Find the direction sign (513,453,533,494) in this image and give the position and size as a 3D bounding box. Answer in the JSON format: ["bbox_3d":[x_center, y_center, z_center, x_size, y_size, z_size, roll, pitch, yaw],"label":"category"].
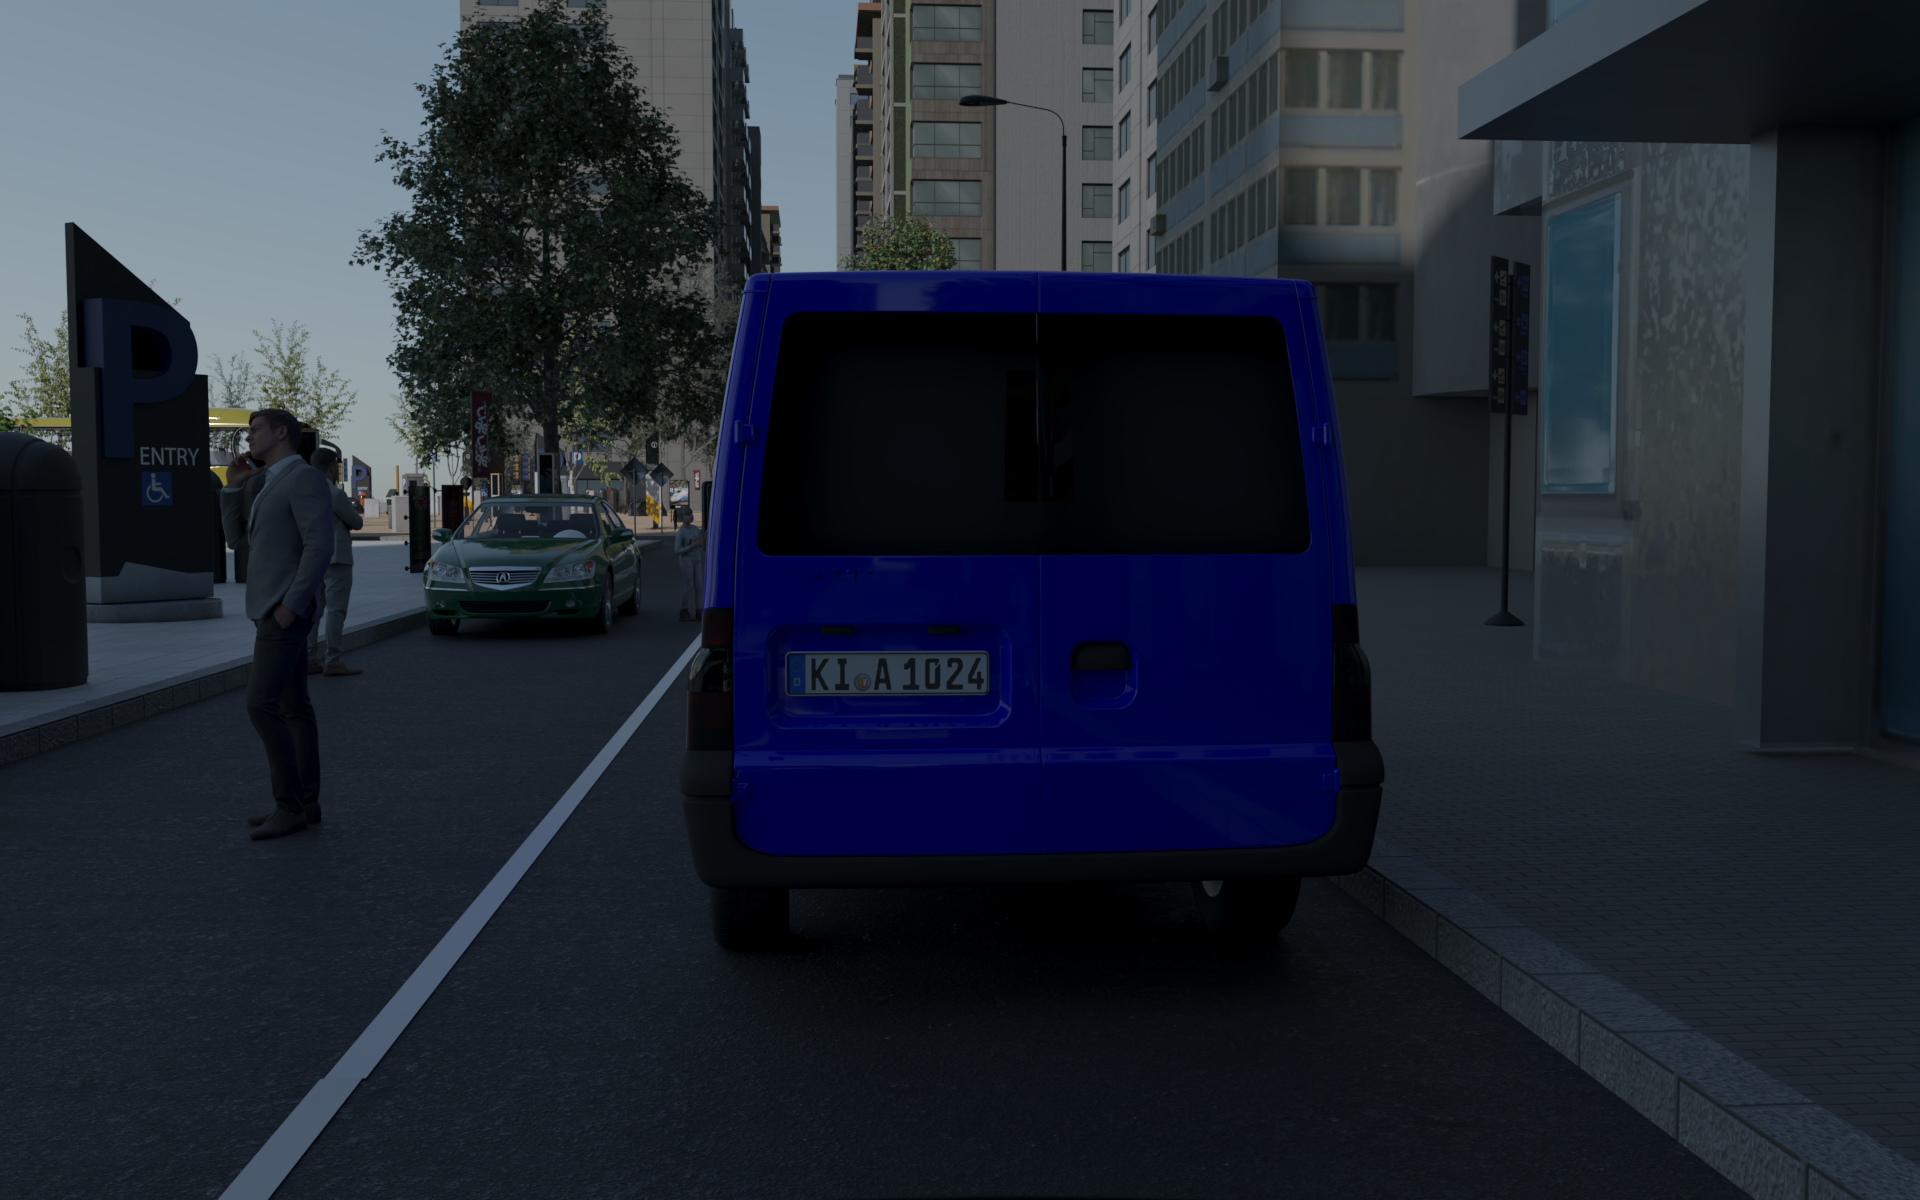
[{"bbox_3d":[-24.358,-6.366,96.086,0.876,3.537,0.379,0,4,-1],"label":"direction sign"}]

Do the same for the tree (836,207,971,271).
[{"bbox_3d":[-2.166,-9.326,69.490,9.611,12.733,9.660,0,3,0],"label":"tree"}]

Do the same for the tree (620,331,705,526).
[{"bbox_3d":[-12.160,-7.251,68.921,4.360,8.622,3.978,0,3,0],"label":"tree"}]

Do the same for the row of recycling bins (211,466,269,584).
[{"bbox_3d":[-11.419,-1.076,24.705,3.534,1.692,1.069,-1,4,-21],"label":"row of recycling bins"}]

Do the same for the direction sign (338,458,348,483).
[{"bbox_3d":[-39.097,-7.199,109.705,0.876,3.537,0.379,2,4,26],"label":"direction sign"}]

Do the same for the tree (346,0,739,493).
[{"bbox_3d":[-9.348,-7.491,39.488,9.611,12.733,9.660,0,3,0],"label":"tree"}]

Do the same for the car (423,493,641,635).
[{"bbox_3d":[-4.629,-0.455,19.229,2.131,1.459,4.920,0,4,-4],"label":"car"}]

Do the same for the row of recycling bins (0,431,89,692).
[{"bbox_3d":[-7.005,-0.199,10.366,1.069,1.692,3.534,2,4,33],"label":"row of recycling bins"}]

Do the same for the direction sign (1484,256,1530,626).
[{"bbox_3d":[5.335,-1.522,16.875,0.379,3.537,0.876,3,5,40],"label":"direction sign"}]

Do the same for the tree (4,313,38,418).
[{"bbox_3d":[-36.161,-7.469,72.473,4.737,8.622,4.395,0,3,0],"label":"tree"}]

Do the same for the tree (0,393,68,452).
[{"bbox_3d":[-18.367,-2.365,33.271,1.663,3.219,1.824,0,3,0],"label":"tree"}]

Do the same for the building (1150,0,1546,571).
[{"bbox_3d":[17.373,-21.030,35.728,32.217,40.220,23.993,0,4,-5],"label":"building"}]

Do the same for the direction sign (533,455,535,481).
[{"bbox_3d":[-25.071,-6.692,101.412,0.876,3.537,0.379,2,4,25],"label":"direction sign"}]

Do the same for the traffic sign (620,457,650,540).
[{"bbox_3d":[-8.726,-2.620,46.486,0.795,2.450,0.064,0,4,-5],"label":"traffic sign"}]

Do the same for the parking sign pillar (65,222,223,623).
[{"bbox_3d":[-8.394,-1.792,17.774,1.447,3.967,1.447,2,4,30],"label":"parking sign pillar"}]

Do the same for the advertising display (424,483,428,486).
[{"bbox_3d":[-30.436,-5.642,97.464,0.974,1.923,0.123,-1,4,-15],"label":"advertising display"}]

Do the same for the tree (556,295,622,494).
[{"bbox_3d":[-12.996,-6.584,58.014,4.737,8.622,4.395,0,3,0],"label":"tree"}]

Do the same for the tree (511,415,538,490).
[{"bbox_3d":[-27.622,-9.436,104.641,4.360,8.622,3.978,0,3,0],"label":"tree"}]

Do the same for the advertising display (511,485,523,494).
[{"bbox_3d":[-30.828,-7.058,120.618,0.974,1.923,0.123,2,4,25],"label":"advertising display"}]

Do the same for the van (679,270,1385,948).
[{"bbox_3d":[-0.027,-0.172,7.193,2.240,2.365,5.245,0,4,-5],"label":"van"}]

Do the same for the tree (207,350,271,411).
[{"bbox_3d":[-37.197,-8.415,87.941,4.360,8.622,3.978,0,3,0],"label":"tree"}]

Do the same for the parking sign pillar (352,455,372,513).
[{"bbox_3d":[-41.045,-7.969,118.764,1.447,3.967,1.447,0,4,4],"label":"parking sign pillar"}]

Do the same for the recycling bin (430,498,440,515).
[{"bbox_3d":[-31.896,-5.666,105.188,0.722,1.027,0.722,0,4,6],"label":"recycling bin"}]

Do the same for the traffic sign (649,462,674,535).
[{"bbox_3d":[-9.377,-3.107,54.445,0.795,2.450,0.064,0,4,-5],"label":"traffic sign"}]

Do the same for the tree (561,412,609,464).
[{"bbox_3d":[-21.928,-10.894,112.529,8.767,10.594,7.601,0,4,-2],"label":"tree"}]

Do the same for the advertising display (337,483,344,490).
[{"bbox_3d":[-37.693,-6.120,105.283,0.974,1.923,0.123,3,5,45],"label":"advertising display"}]

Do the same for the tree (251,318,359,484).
[{"bbox_3d":[-27.702,-7.475,72.575,4.737,8.622,4.395,0,3,0],"label":"tree"}]

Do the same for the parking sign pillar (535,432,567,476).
[{"bbox_3d":[-17.648,-5.284,74.859,1.447,3.967,1.447,-1,4,-16],"label":"parking sign pillar"}]

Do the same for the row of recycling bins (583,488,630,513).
[{"bbox_3d":[-24.265,-6.841,118.958,3.534,1.692,1.069,1,4,17],"label":"row of recycling bins"}]

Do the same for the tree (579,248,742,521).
[{"bbox_3d":[-13.314,-10.601,83.692,12.009,13.543,11.850,0,3,0],"label":"tree"}]

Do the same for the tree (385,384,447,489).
[{"bbox_3d":[-33.947,-9.718,109.254,4.737,8.622,4.395,0,3,0],"label":"tree"}]

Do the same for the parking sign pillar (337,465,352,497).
[{"bbox_3d":[-38.611,-7.231,106.692,1.447,3.967,1.447,0,4,-6],"label":"parking sign pillar"}]

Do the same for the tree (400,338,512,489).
[{"bbox_3d":[-22.022,-7.623,74.995,4.360,8.622,3.978,0,3,0],"label":"tree"}]

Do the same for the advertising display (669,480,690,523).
[{"bbox_3d":[-12.603,-4.442,77.837,0.974,1.923,0.123,1,4,19],"label":"advertising display"}]

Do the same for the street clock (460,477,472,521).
[{"bbox_3d":[-20.386,-4.097,71.549,0.471,2.002,0.358,-2,4,-27],"label":"street clock"}]

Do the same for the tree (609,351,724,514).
[{"bbox_3d":[-14.171,-10.123,99.917,8.767,10.594,7.601,2,4,26],"label":"tree"}]

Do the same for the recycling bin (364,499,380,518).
[{"bbox_3d":[-31.144,-4.842,91.717,0.722,1.027,0.722,-1,4,-22],"label":"recycling bin"}]

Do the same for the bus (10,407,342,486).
[{"bbox_3d":[-24.310,-3.544,49.498,12.252,3.916,2.896,0,4,-4],"label":"bus"}]

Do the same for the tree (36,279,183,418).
[{"bbox_3d":[-28.427,-6.656,59.181,4.737,8.622,4.395,0,3,0],"label":"tree"}]

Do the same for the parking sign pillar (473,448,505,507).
[{"bbox_3d":[-21.224,-5.512,78.599,1.447,3.967,1.447,1,4,21],"label":"parking sign pillar"}]
